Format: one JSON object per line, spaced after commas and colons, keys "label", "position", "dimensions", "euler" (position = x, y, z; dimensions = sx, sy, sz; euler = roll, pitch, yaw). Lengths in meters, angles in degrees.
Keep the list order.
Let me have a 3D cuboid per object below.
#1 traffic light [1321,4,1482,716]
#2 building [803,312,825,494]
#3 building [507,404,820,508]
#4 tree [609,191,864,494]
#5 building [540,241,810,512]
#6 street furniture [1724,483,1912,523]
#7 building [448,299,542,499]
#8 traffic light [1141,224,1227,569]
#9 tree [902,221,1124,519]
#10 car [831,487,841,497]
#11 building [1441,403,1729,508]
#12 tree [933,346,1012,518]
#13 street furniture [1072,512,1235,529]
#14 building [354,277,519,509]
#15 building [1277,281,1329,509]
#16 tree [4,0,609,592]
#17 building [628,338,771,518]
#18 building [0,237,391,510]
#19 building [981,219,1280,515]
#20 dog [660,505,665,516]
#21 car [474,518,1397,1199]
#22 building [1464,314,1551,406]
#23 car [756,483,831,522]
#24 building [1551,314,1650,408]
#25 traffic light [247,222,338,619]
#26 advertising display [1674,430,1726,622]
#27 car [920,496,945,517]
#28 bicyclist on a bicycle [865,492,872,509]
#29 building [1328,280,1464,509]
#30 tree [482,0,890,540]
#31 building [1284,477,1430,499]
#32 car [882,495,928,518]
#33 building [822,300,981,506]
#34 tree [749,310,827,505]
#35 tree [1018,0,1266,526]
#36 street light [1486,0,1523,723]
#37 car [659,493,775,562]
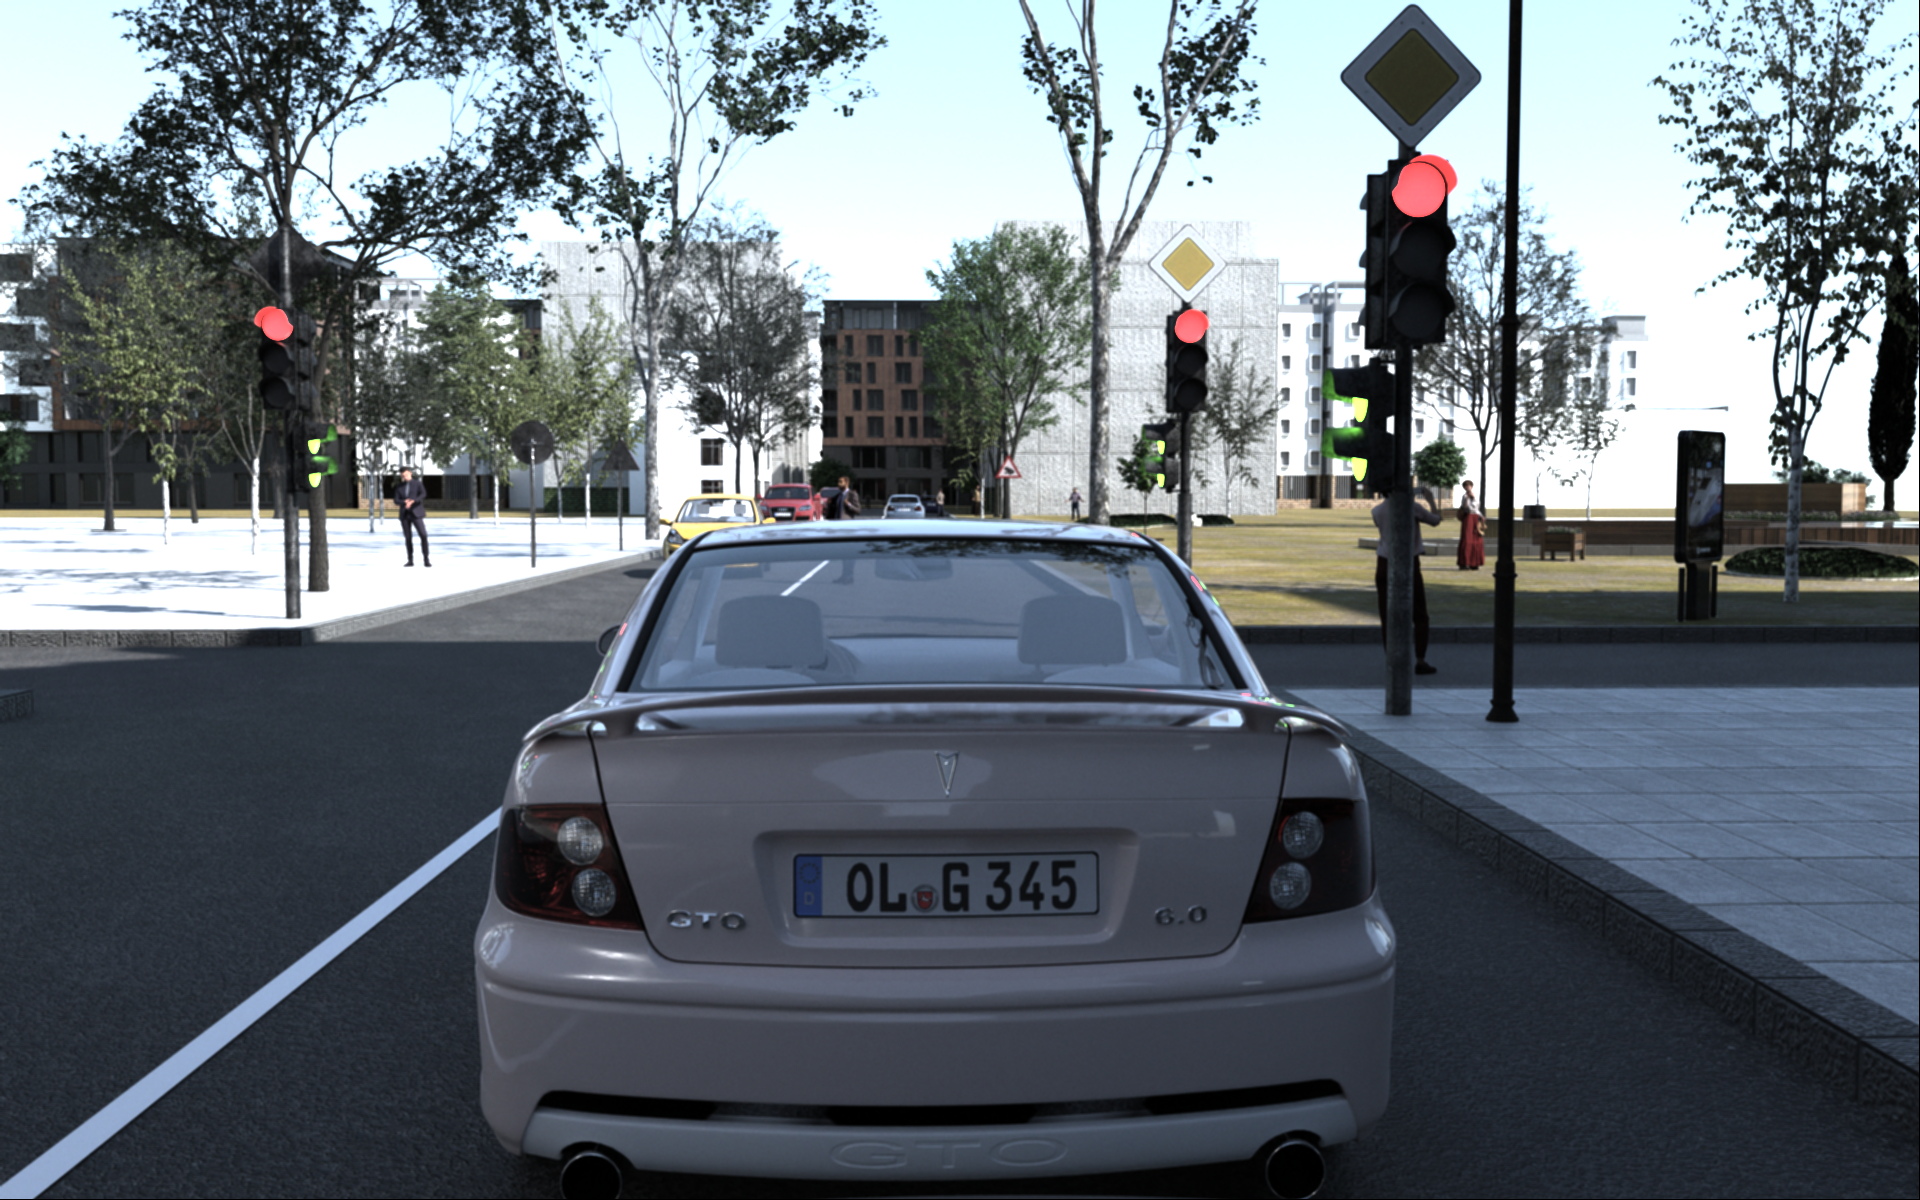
{"label": "traffic light", "position": [2.536, -1.268, 9.980], "dimensions": [0.839, 4.213, 0.868], "euler": [0, 4, -2]}
{"label": "building", "position": [-20.284, -20.136, 185.640], "dimensions": [11.380, 20.091, 16.016], "euler": [0, 4, -2]}
{"label": "building", "position": [-27.442, -13.495, 162.796], "dimensions": [28.070, 9.664, 9.099], "euler": [0, 4, -2]}
{"label": "tree", "position": [-9.056, -9.774, 70.178], "dimensions": [12.009, 13.543, 11.850], "euler": [0, 3, 0]}
{"label": "building", "position": [-21.273, -16.550, 137.057], "dimensions": [16.747, 18.905, 31.486], "euler": [0, 4, -2]}
{"label": "street furniture", "position": [34.708, -3.898, 70.581], "dimensions": [11.010, 1.723, 9.812], "euler": [3, 4, 37]}
{"label": "building", "position": [-42.480, -21.287, 192.015], "dimensions": [32.646, 21.610, 27.936], "euler": [0, 4, -2]}
{"label": "traffic light", "position": [2.319, -1.756, 17.962], "dimensions": [0.839, 4.213, 0.868], "euler": [0, 4, -2]}
{"label": "tree", "position": [1.901, -8.503, 64.781], "dimensions": [9.928, 11.665, 9.643], "euler": [0, 3, 0]}
{"label": "car", "position": [-7.056, -5.414, 97.198], "dimensions": [2.281, 1.827, 5.304], "euler": [0, 4, -3]}
{"label": "building", "position": [58.652, -13.596, 164.434], "dimensions": [28.070, 9.664, 9.099], "euler": [0, 4, -2]}
{"label": "tree", "position": [0.976, -8.267, 85.532], "dimensions": [4.737, 8.622, 4.395], "euler": [0, 3, 0]}
{"label": "street furniture", "position": [7.690, -3.256, 68.856], "dimensions": [5.734, 0.657, 10.072], "euler": [1, 4, 19]}
{"label": "building", "position": [-47.044, -18.427, 157.707], "dimensions": [11.380, 20.091, 16.016], "euler": [0, 4, -2]}
{"label": "building", "position": [26.323, -18.605, 160.608], "dimensions": [11.380, 20.091, 16.016], "euler": [0, 4, -2]}
{"label": "tree", "position": [-8.329, -5.406, 22.793], "dimensions": [8.767, 10.594, 7.601], "euler": [1, 4, 14]}
{"label": "building", "position": [-16.114, -10.094, 107.180], "dimensions": [9.099, 9.664, 28.070], "euler": [0, 4, -2]}
{"label": "building", "position": [-69.164, -18.829, 151.822], "dimensions": [32.646, 21.610, 27.936], "euler": [0, 4, -2]}
{"label": "building", "position": [10.474, -15.525, 120.299], "dimensions": [16.747, 18.905, 31.486], "euler": [0, 4, -2]}
{"label": "dog", "position": [-12.569, -3.462, 70.976], "dimensions": [0.800, 0.831, 0.513], "euler": [2, 4, 29]}
{"label": "car", "position": [-0.123, 0.439, 5.186], "dimensions": [2.083, 1.381, 4.827], "euler": [0, 4, -2]}
{"label": "building", "position": [55.186, -20.290, 188.163], "dimensions": [11.380, 20.091, 16.016], "euler": [0, 4, -2]}
{"label": "car", "position": [-5.993, -3.209, 61.147], "dimensions": [2.281, 1.827, 5.304], "euler": [0, 3, 0]}
{"label": "building", "position": [66.553, -20.330, 188.816], "dimensions": [11.380, 20.091, 16.016], "euler": [0, 4, -2]}
{"label": "traffic light", "position": [-6.838, -1.740, 17.699], "dimensions": [0.839, 4.213, 0.868], "euler": [0, 4, -2]}
{"label": "advertising display", "position": [7.546, -0.762, 17.666], "dimensions": [0.123, 1.923, 0.974], "euler": [3, 5, 44]}
{"label": "car", "position": [-1.912, -6.001, 110.701], "dimensions": [1.945, 1.354, 3.894], "euler": [0, 3, 0]}
{"label": "bicyclist on a bicycle", "position": [-8.182, -8.812, 154.091], "dimensions": [1.499, 1.676, 1.625], "euler": [0, 4, -2]}
{"label": "building", "position": [37.975, -18.560, 159.880], "dimensions": [11.380, 20.091, 16.016], "euler": [0, 4, -2]}
{"label": "tree", "position": [-7.303, -11.782, 48.527], "dimensions": [12.611, 20.169, 13.585], "euler": [0, 3, 0]}
{"label": "building", "position": [33.762, -19.641, 187.591], "dimensions": [31.486, 18.905, 16.747], "euler": [0, 4, -2]}
{"label": "car", "position": [-2.417, -3.879, 75.431], "dimensions": [2.014, 1.417, 4.499], "euler": [0, 4, -1]}
{"label": "building", "position": [1.536, -21.346, 192.977], "dimensions": [32.646, 21.610, 27.936], "euler": [0, 4, -2]}
{"label": "tree", "position": [-10.019, -9.082, 82.898], "dimensions": [8.767, 10.594, 7.601], "euler": [3, 5, 44]}
{"label": "tree", "position": [3.955, -10.794, 32.379], "dimensions": [12.611, 20.169, 13.585], "euler": [0, 3, 0]}
{"label": "street light", "position": [3.071, -2.253, 9.629], "dimensions": [0.468, 5.910, 1.993], "euler": [0, 4, -2]}
{"label": "car", "position": [-4.274, -1.260, 30.820], "dimensions": [2.015, 1.641, 3.980], "euler": [0, 4, -3]}
